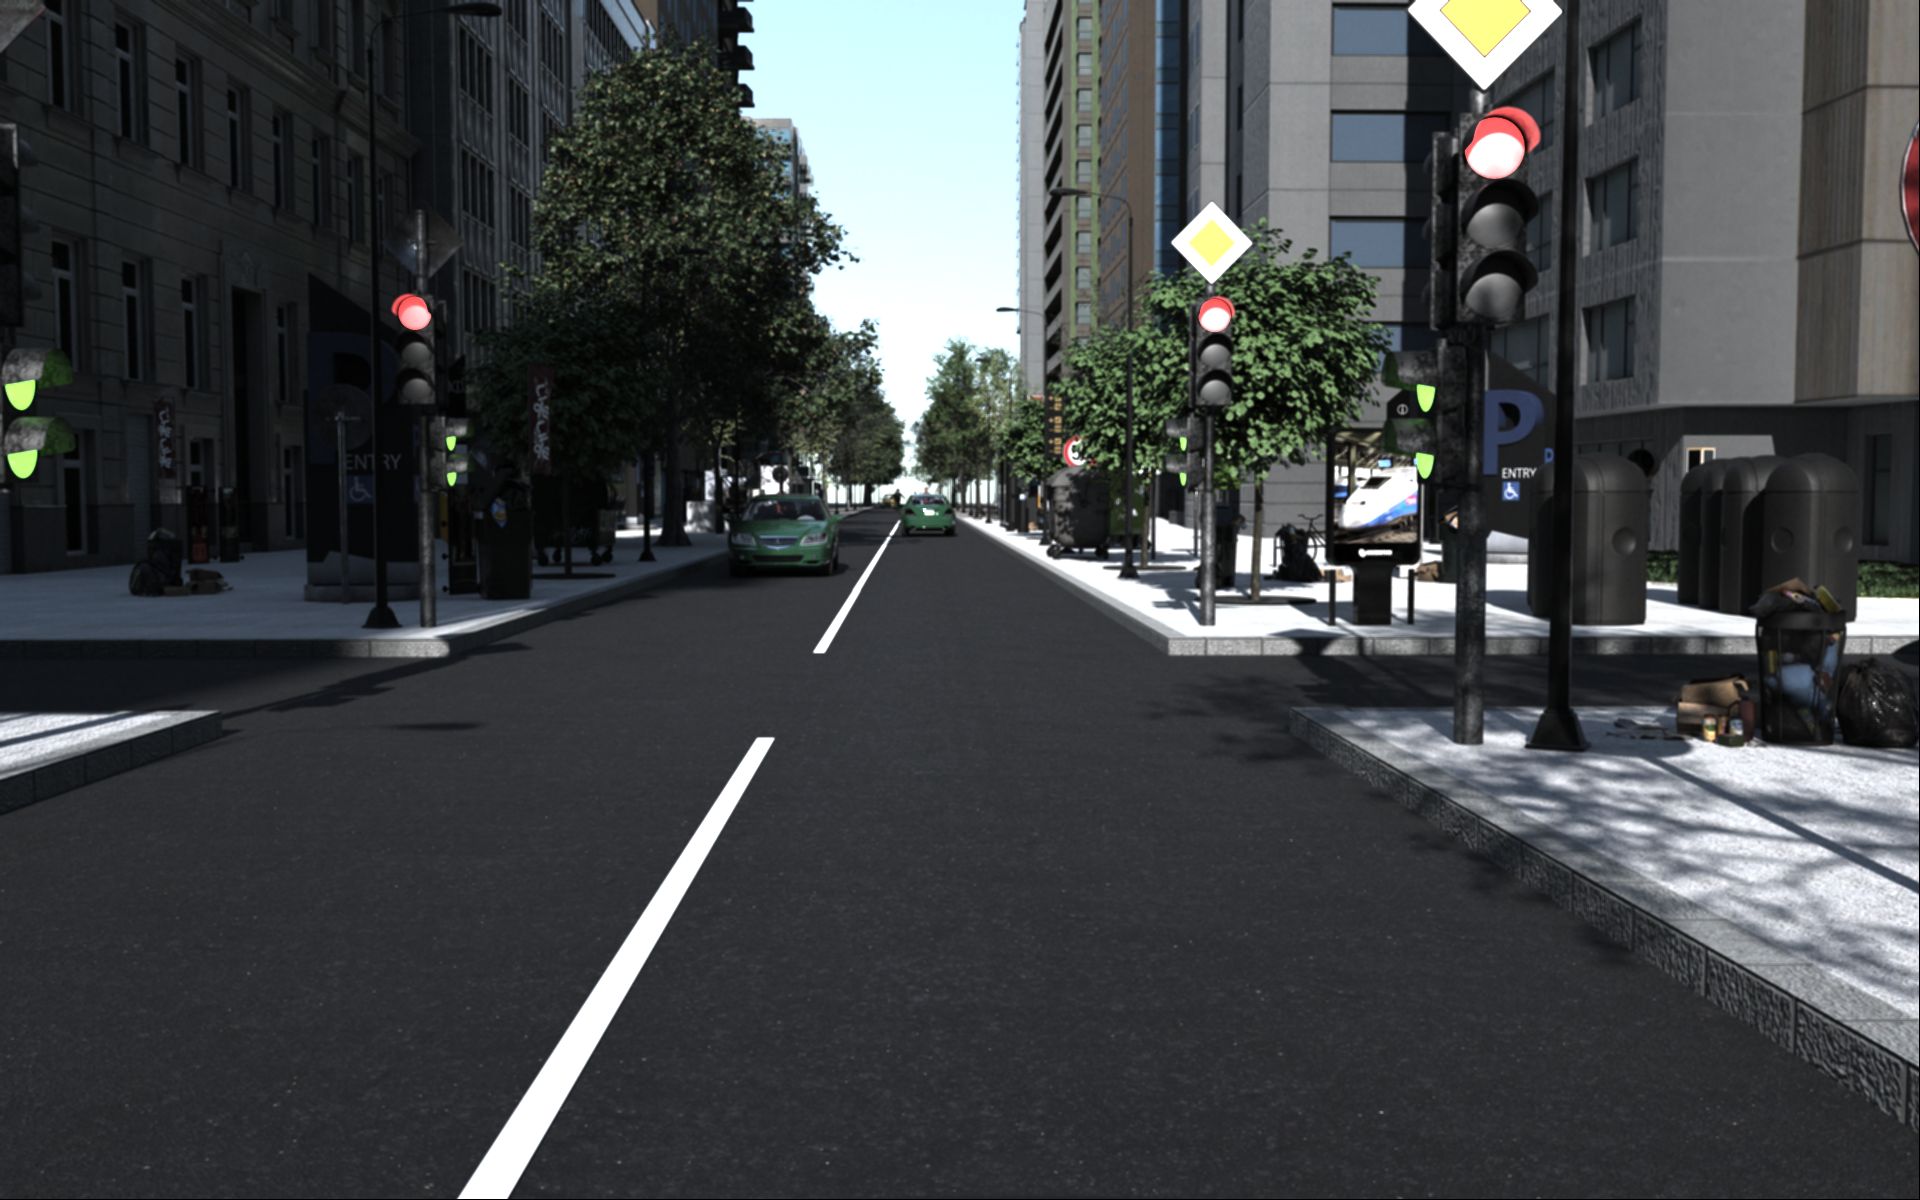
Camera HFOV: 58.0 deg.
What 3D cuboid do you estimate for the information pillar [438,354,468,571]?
[{"bbox_3d":[-8.448,-2.296,28.901,0.504,3.616,0.183,-3,5,-39],"label":"information pillar"}]

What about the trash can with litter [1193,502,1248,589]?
[{"bbox_3d":[3.570,-0.761,23.835,0.624,1.170,1.055,1,4,18],"label":"trash can with litter"}]

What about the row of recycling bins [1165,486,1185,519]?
[{"bbox_3d":[11.490,-4.959,88.194,1.069,1.692,3.534,-1,4,-21],"label":"row of recycling bins"}]

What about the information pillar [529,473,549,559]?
[{"bbox_3d":[-8.305,-1.813,34.134,0.304,2.012,0.304,0,4,0],"label":"information pillar"}]

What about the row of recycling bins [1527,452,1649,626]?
[{"bbox_3d":[6.602,-0.695,18.477,1.069,1.692,3.534,1,4,13],"label":"row of recycling bins"}]

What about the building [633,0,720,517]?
[{"bbox_3d":[-23.372,-28.268,112.292,14.600,45.320,14.200,0,4,-1],"label":"building"}]

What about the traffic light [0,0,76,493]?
[{"bbox_3d":[-4.908,-1.204,8.604,0.839,4.253,0.868,0,4,-1],"label":"traffic light"}]

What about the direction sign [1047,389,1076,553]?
[{"bbox_3d":[2.322,-2.782,37.488,0.876,3.537,0.379,0,4,-4],"label":"direction sign"}]

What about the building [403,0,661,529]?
[{"bbox_3d":[-21.227,-15.948,78.770,12.078,24.808,19.932,0,4,-1],"label":"building"}]

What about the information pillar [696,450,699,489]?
[{"bbox_3d":[-13.845,-6.122,91.444,0.183,3.616,0.504,-1,4,-17],"label":"information pillar"}]

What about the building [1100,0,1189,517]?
[{"bbox_3d":[16.015,-27.695,102.924,14.600,45.320,14.200,0,4,-1],"label":"building"}]

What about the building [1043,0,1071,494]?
[{"bbox_3d":[18.589,-32.136,149.125,21.300,48.544,21.600,0,4,-1],"label":"building"}]

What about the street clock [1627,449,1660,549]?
[{"bbox_3d":[10.940,-1.420,27.785,0.471,2.002,0.358,3,5,44],"label":"street clock"}]

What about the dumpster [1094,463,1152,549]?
[{"bbox_3d":[3.770,-2.339,40.730,1.502,2.255,1.985,0,4,-1],"label":"dumpster"}]

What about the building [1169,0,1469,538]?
[{"bbox_3d":[18.972,-31.842,62.620,21.231,58.520,28.212,0,4,-1],"label":"building"}]

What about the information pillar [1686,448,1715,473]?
[{"bbox_3d":[11.814,-1.418,27.672,0.304,2.012,0.304,-2,4,-28],"label":"information pillar"}]

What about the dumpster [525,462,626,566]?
[{"bbox_3d":[-6.970,-1.770,31.437,1.502,2.255,1.985,0,4,-1],"label":"dumpster"}]

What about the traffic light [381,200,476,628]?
[{"bbox_3d":[-5.111,-1.692,16.586,0.839,4.253,0.868,0,4,-1],"label":"traffic light"}]

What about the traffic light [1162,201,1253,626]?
[{"bbox_3d":[2.398,-1.705,16.792,0.839,4.253,0.868,0,4,-1],"label":"traffic light"}]

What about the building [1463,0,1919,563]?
[{"bbox_3d":[19.132,-21.425,33.889,14.086,41.232,14.154,0,4,-1],"label":"building"}]

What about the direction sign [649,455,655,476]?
[{"bbox_3d":[-13.641,-5.072,74.928,0.876,3.537,0.379,-1,4,-8],"label":"direction sign"}]

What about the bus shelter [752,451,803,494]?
[{"bbox_3d":[-8.794,-5.504,83.910,2.014,3.302,5.546,0,4,-1],"label":"bus shelter"}]

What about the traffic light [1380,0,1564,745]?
[{"bbox_3d":[2.600,-1.216,8.809,0.839,4.253,0.868,0,4,-1],"label":"traffic light"}]

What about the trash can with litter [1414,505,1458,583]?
[{"bbox_3d":[7.010,-0.838,25.092,0.624,1.170,1.055,-2,4,-32],"label":"trash can with litter"}]

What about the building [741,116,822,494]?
[{"bbox_3d":[-30.088,-36.844,222.009,23.786,49.044,30.456,0,4,-1],"label":"building"}]

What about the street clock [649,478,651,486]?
[{"bbox_3d":[-12.307,-3.852,67.552,0.471,2.002,0.358,1,4,13],"label":"street clock"}]

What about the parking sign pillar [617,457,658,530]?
[{"bbox_3d":[-11.647,-4.526,62.471,1.447,3.967,1.447,1,4,9],"label":"parking sign pillar"}]

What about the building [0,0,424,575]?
[{"bbox_3d":[-20.846,-14.621,36.317,12.463,27.353,25.104,0,4,-1],"label":"building"}]

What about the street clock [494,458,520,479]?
[{"bbox_3d":[-9.168,-1.868,35.110,0.471,2.002,0.358,1,4,16],"label":"street clock"}]

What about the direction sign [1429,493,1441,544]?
[{"bbox_3d":[12.228,-3.202,44.354,0.379,3.537,0.876,1,4,12],"label":"direction sign"}]

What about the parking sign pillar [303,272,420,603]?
[{"bbox_3d":[-7.246,-1.992,21.038,1.447,3.967,1.447,0,4,-1],"label":"parking sign pillar"}]

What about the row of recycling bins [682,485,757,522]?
[{"bbox_3d":[-10.930,-4.398,79.026,3.534,1.692,1.069,-1,4,-11],"label":"row of recycling bins"}]

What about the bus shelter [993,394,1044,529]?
[{"bbox_3d":[2.436,-5.505,67.642,2.179,5.291,8.768,0,4,-2],"label":"bus shelter"}]

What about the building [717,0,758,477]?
[{"bbox_3d":[-27.591,-29.337,134.290,22.147,44.769,28.867,0,4,-1],"label":"building"}]

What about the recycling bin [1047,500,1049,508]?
[{"bbox_3d":[3.938,-4.400,84.492,0.722,1.027,0.722,0,4,-8],"label":"recycling bin"}]

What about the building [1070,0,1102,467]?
[{"bbox_3d":[15.240,-27.392,131.449,14.154,41.232,14.086,0,4,-1],"label":"building"}]

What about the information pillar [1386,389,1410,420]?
[{"bbox_3d":[9.282,-2.774,36.708,0.504,3.616,0.183,1,4,10],"label":"information pillar"}]

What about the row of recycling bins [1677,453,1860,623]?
[{"bbox_3d":[8.686,-0.717,18.834,1.069,1.692,3.534,0,4,6],"label":"row of recycling bins"}]

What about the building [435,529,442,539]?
[{"bbox_3d":[-20.703,-14.731,58.882,12.078,24.808,19.932,0,4,-1],"label":"building"}]

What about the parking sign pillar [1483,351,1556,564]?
[{"bbox_3d":[10.357,-2.675,32.207,1.447,3.967,1.447,-3,5,-42],"label":"parking sign pillar"}]

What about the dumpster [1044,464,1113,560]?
[{"bbox_3d":[2.377,-1.762,34.573,1.264,1.857,1.865,0,4,-1],"label":"dumpster"}]

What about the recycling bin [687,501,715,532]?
[{"bbox_3d":[-8.805,-2.833,58.871,0.722,1.027,0.722,-3,5,-43],"label":"recycling bin"}]

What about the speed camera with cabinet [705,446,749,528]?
[{"bbox_3d":[-8.791,-4.344,65.361,0.660,3.252,2.038,2,4,29],"label":"speed camera with cabinet"}]
